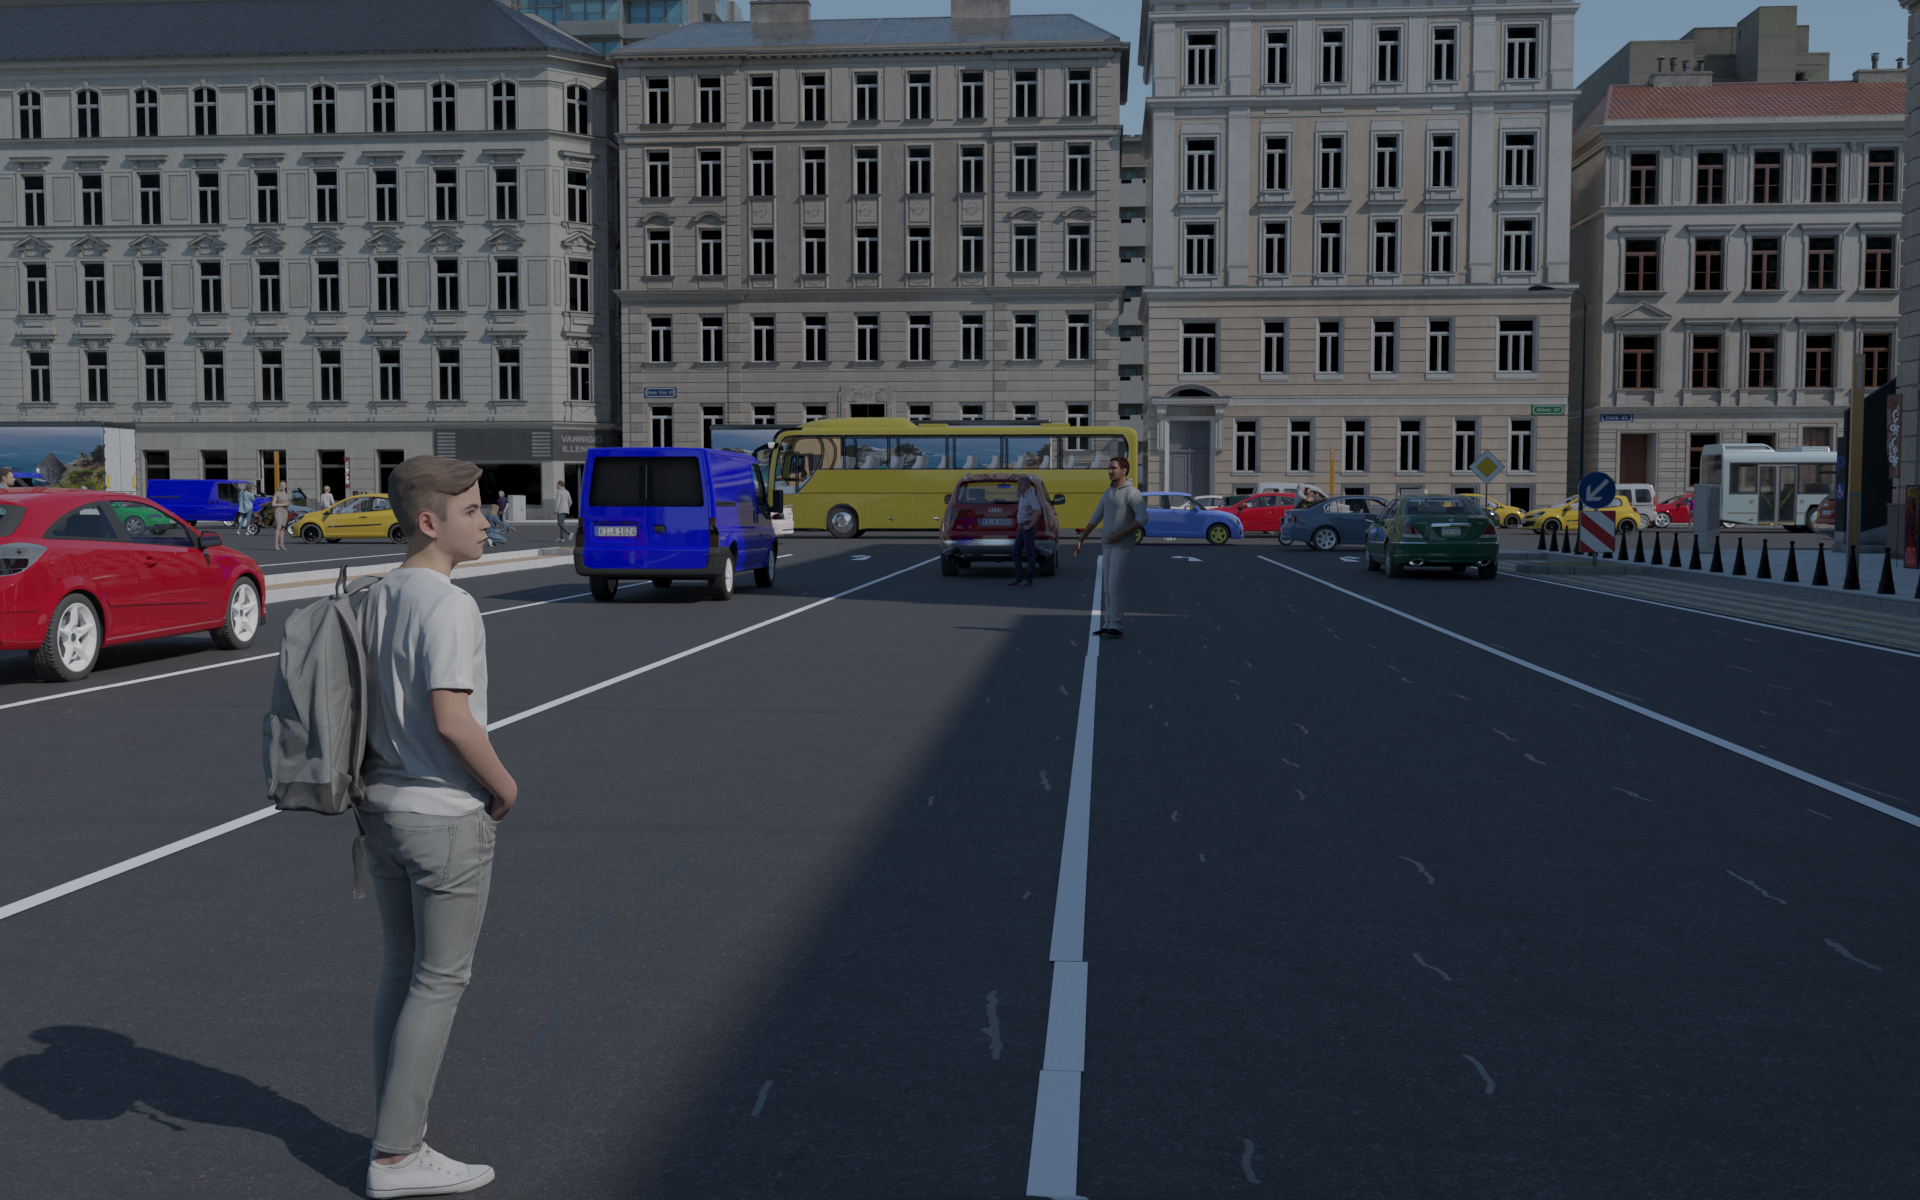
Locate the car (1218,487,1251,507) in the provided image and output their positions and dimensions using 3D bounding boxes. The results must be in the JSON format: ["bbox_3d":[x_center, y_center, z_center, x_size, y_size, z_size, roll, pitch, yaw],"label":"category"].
[{"bbox_3d":[10.687,-3.022,59.200,4.222,1.686,2.009,0,4,5],"label":"car"}]

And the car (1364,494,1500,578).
[{"bbox_3d":[8.382,-1.173,30.975,2.131,1.459,4.920,0,4,6],"label":"car"}]

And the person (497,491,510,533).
[{"bbox_3d":[-16.746,-3.240,63.682,0.471,1.553,0.569,-2,4,-33],"label":"person"}]

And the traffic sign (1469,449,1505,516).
[{"bbox_3d":[11.789,-2.151,38.819,0.795,2.450,0.064,0,4,5],"label":"traffic sign"}]

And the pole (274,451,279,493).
[{"bbox_3d":[-32.557,-5.427,82.571,0.158,3.312,0.155,0,3,0],"label":"pole"}]

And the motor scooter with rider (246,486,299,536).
[{"bbox_3d":[-23.679,-3.113,59.854,1.986,1.779,0.876,0,4,3],"label":"motor scooter with rider"}]

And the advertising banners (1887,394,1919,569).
[{"bbox_3d":[16.364,-2.048,29.669,0.090,3.025,2.074,0,4,2],"label":"advertising banners"}]

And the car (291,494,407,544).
[{"bbox_3d":[-17.375,-2.455,50.356,3.980,1.641,2.015,0,4,3],"label":"car"}]

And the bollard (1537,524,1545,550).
[{"bbox_3d":[13.366,-1.450,39.743,0.229,0.601,0.229,0,3,0],"label":"bollard"}]

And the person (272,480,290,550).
[{"bbox_3d":[-17.322,-2.165,44.246,0.374,1.781,0.599,1,4,21],"label":"person"}]

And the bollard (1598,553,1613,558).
[{"bbox_3d":[12.937,-1.133,34.572,0.229,0.601,0.229,0,3,0],"label":"bollard"}]

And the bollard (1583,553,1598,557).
[{"bbox_3d":[13.018,-1.196,35.603,0.229,0.601,0.229,0,3,0],"label":"bollard"}]

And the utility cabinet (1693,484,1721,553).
[{"bbox_3d":[16.271,-1.775,37.707,0.318,1.500,1.173,2,4,35],"label":"utility cabinet"}]

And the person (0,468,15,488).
[{"bbox_3d":[-14.302,-1.052,25.711,0.620,1.820,0.660,-2,4,-34],"label":"person"}]

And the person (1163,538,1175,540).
[{"bbox_3d":[6.477,-2.115,53.561,0.381,0.543,0.357,2,4,35],"label":"person"}]

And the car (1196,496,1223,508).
[{"bbox_3d":[10.175,-3.718,73.150,4.827,1.381,2.083,0,4,4],"label":"car"}]

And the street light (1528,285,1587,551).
[{"bbox_3d":[13.337,-4.043,38.640,1.470,5.913,1.316,0,4,5],"label":"street light"}]

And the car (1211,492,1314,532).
[{"bbox_3d":[9.789,-2.934,57.008,4.494,1.783,2.155,0,4,3],"label":"car"}]

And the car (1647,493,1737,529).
[{"bbox_3d":[30.573,-3.900,72.798,4.494,1.783,2.155,0,4,4],"label":"car"}]

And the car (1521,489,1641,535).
[{"bbox_3d":[21.997,-3.134,61.467,3.980,1.641,2.015,0,4,3],"label":"car"}]

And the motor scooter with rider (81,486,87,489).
[{"bbox_3d":[-33.098,-3.430,65.050,1.986,1.779,0.876,0,4,5],"label":"motor scooter with rider"}]

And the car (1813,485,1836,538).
[{"bbox_3d":[24.617,-2.160,43.995,5.304,1.827,2.281,0,4,4],"label":"car"}]

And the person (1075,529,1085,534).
[{"bbox_3d":[4.348,-3.091,61.512,0.523,1.526,0.387,0,4,-7],"label":"person"}]

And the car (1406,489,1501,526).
[{"bbox_3d":[19.311,-3.615,68.884,4.222,1.686,2.009,0,4,3],"label":"car"}]

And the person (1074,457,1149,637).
[{"bbox_3d":[1.496,-0.532,17.338,0.789,1.805,0.875,-3,4,-36],"label":"person"}]

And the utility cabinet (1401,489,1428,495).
[{"bbox_3d":[20.504,-4.252,78.192,1.173,1.500,0.318,3,5,44],"label":"utility cabinet"}]

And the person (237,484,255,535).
[{"bbox_3d":[-25.088,-3.182,60.782,0.793,1.790,0.793,-1,4,-13],"label":"person"}]

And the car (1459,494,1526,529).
[{"bbox_3d":[21.657,-3.794,72.263,3.980,1.641,2.015,0,4,5],"label":"car"}]

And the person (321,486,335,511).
[{"bbox_3d":[-24.279,-3.515,66.648,0.731,1.740,0.598,0,4,-4],"label":"person"}]

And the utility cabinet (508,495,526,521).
[{"bbox_3d":[-20.863,-4.307,81.578,0.306,1.237,1.020,1,4,21],"label":"utility cabinet"}]

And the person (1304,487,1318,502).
[{"bbox_3d":[10.783,-2.659,53.438,0.517,1.644,0.566,1,4,13],"label":"person"}]

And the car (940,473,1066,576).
[{"bbox_3d":[0.790,-1.420,31.882,2.281,1.827,5.304,0,4,4],"label":"car"}]

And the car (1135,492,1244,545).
[{"bbox_3d":[6.198,-2.425,49.235,3.694,1.707,1.945,0,4,5],"label":"car"}]

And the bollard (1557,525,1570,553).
[{"bbox_3d":[13.194,-1.323,37.673,0.229,0.601,0.229,0,3,0],"label":"bollard"}]

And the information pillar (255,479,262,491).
[{"bbox_3d":[-34.131,-4.884,84.338,0.304,2.012,0.304,-1,4,-19],"label":"information pillar"}]

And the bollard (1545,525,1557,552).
[{"bbox_3d":[13.280,-1.386,38.707,0.229,0.601,0.229,0,3,0],"label":"bollard"}]

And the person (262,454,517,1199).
[{"bbox_3d":[-1.135,0.459,3.591,0.503,1.515,0.523,1,4,13],"label":"person"}]

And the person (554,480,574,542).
[{"bbox_3d":[-11.853,-2.665,51.912,0.795,1.843,0.661,2,4,24],"label":"person"}]

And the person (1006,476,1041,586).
[{"bbox_3d":[0.989,-1.075,27.017,0.436,1.711,0.756,-1,4,-11],"label":"person"}]

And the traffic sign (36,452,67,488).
[{"bbox_3d":[-21.836,-2.325,41.648,0.795,2.450,0.064,0,4,5],"label":"traffic sign"}]

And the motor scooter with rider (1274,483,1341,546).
[{"bbox_3d":[9.737,-2.395,48.124,1.986,1.779,0.876,0,4,4],"label":"motor scooter with rider"}]

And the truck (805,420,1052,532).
[{"bbox_3d":[-2.087,-4.768,66.865,11.283,4.237,2.839,0,4,4],"label":"truck"}]

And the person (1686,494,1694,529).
[{"bbox_3d":[30.145,-3.633,71.138,0.726,1.435,0.776,1,4,12],"label":"person"}]

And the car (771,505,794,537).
[{"bbox_3d":[-7.170,-2.280,49.641,4.827,1.381,2.083,0,4,6],"label":"car"}]

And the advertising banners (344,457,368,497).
[{"bbox_3d":[-28.707,-5.266,82.281,0.090,3.025,2.074,1,4,10],"label":"advertising banners"}]

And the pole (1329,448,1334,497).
[{"bbox_3d":[16.510,-5.081,76.921,0.158,3.312,0.155,0,3,0],"label":"pole"}]

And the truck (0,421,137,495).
[{"bbox_3d":[-38.410,-4.840,68.040,11.283,4.237,2.839,0,4,3],"label":"truck"}]

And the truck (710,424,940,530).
[{"bbox_3d":[-4.357,-4.990,70.499,11.283,4.237,2.839,0,4,5],"label":"truck"}]

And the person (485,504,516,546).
[{"bbox_3d":[-12.846,-2.071,47.852,0.738,1.151,1.012,-3,5,-42],"label":"person"}]

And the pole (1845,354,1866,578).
[{"bbox_3d":[13.079,-1.924,25.297,0.158,3.312,0.155,0,3,0],"label":"pole"}]

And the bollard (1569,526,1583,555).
[{"bbox_3d":[13.105,-1.260,36.650,0.229,0.601,0.229,0,3,0],"label":"bollard"}]

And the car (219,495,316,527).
[{"bbox_3d":[-30.712,-3.949,76.572,4.499,1.417,2.014,0,4,4],"label":"car"}]

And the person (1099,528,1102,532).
[{"bbox_3d":[5.414,-3.303,66.410,0.340,1.345,0.435,-1,4,-14],"label":"person"}]

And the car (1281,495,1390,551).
[{"bbox_3d":[10.442,-1.956,43.990,4.499,1.417,2.014,0,4,4],"label":"car"}]

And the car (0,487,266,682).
[{"bbox_3d":[-7.552,-0.348,14.727,2.155,1.783,4.494,0,4,3],"label":"car"}]
